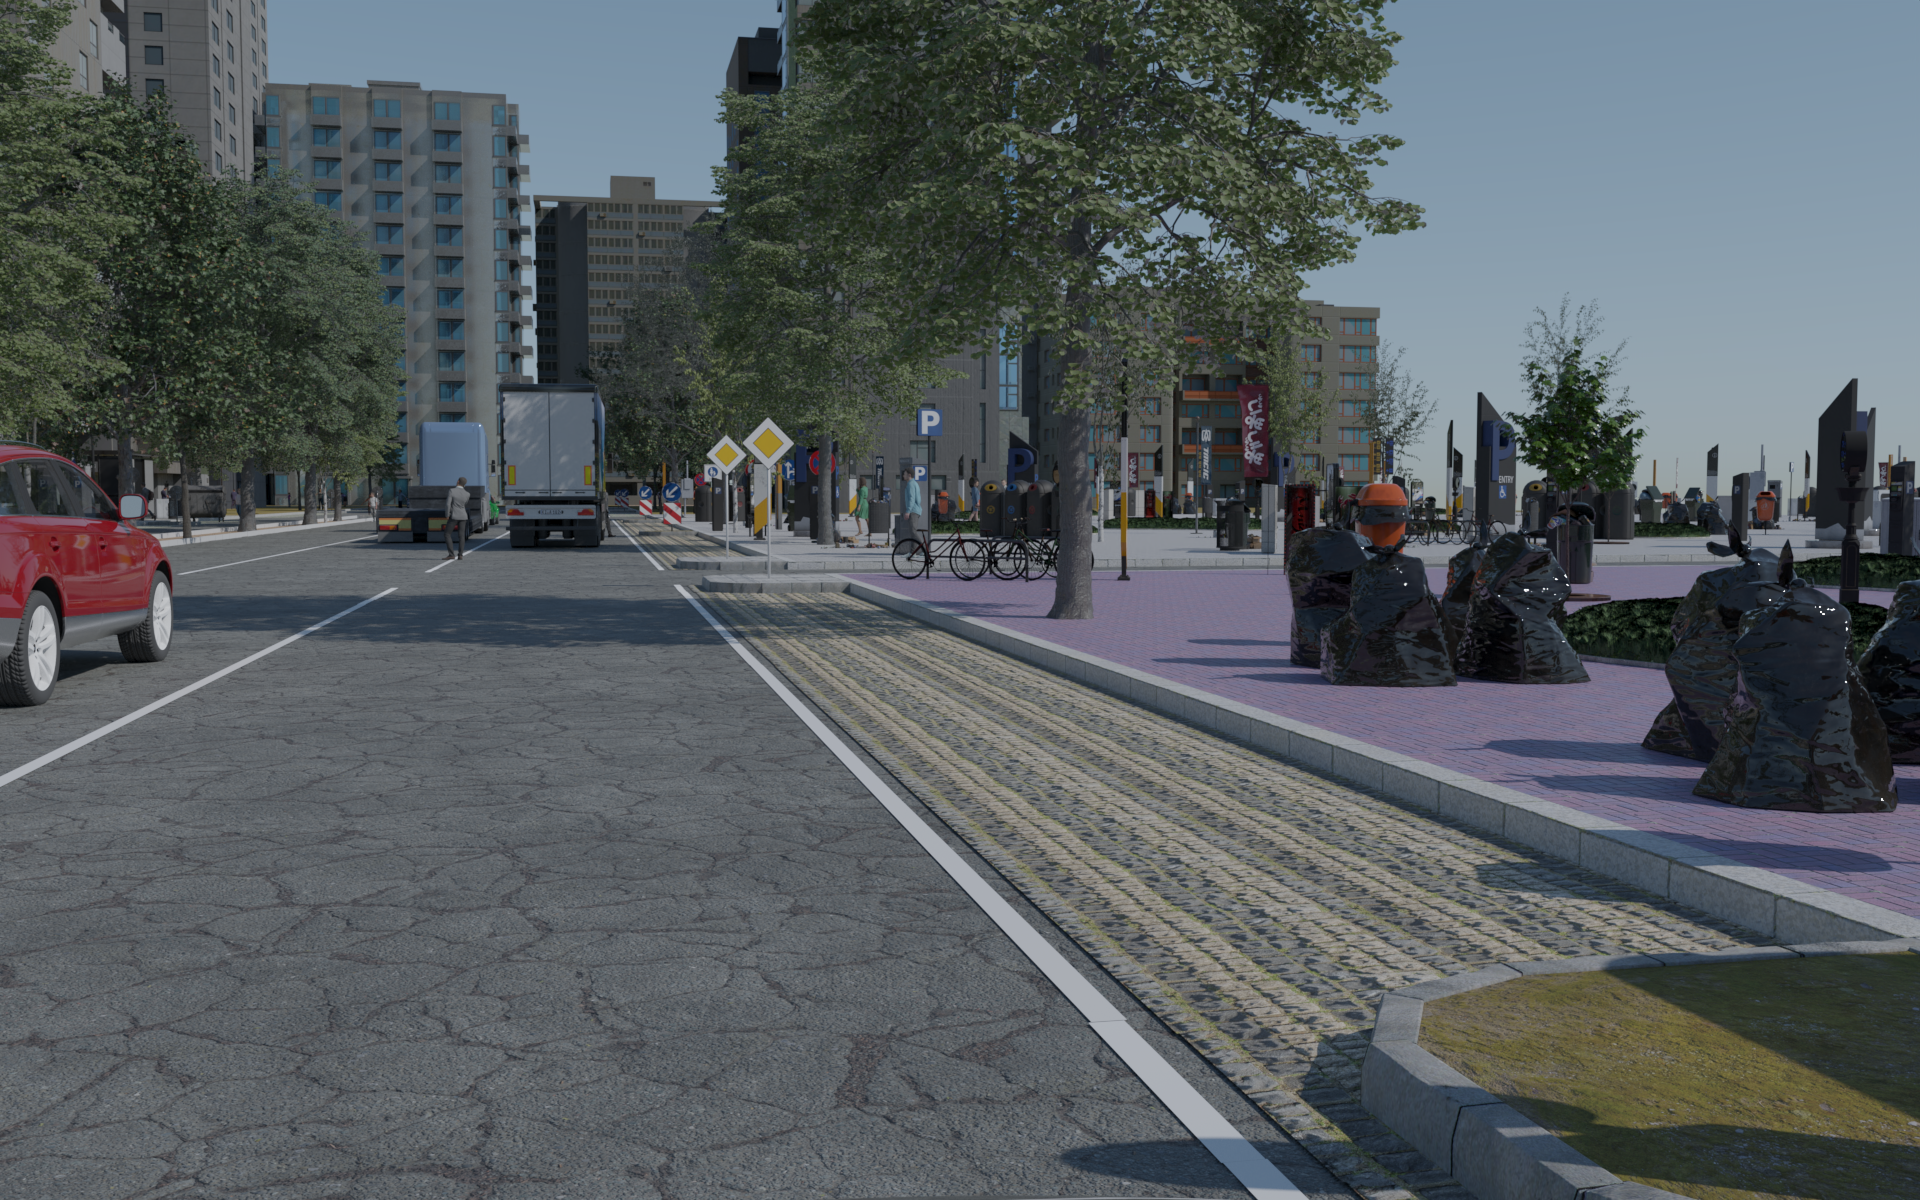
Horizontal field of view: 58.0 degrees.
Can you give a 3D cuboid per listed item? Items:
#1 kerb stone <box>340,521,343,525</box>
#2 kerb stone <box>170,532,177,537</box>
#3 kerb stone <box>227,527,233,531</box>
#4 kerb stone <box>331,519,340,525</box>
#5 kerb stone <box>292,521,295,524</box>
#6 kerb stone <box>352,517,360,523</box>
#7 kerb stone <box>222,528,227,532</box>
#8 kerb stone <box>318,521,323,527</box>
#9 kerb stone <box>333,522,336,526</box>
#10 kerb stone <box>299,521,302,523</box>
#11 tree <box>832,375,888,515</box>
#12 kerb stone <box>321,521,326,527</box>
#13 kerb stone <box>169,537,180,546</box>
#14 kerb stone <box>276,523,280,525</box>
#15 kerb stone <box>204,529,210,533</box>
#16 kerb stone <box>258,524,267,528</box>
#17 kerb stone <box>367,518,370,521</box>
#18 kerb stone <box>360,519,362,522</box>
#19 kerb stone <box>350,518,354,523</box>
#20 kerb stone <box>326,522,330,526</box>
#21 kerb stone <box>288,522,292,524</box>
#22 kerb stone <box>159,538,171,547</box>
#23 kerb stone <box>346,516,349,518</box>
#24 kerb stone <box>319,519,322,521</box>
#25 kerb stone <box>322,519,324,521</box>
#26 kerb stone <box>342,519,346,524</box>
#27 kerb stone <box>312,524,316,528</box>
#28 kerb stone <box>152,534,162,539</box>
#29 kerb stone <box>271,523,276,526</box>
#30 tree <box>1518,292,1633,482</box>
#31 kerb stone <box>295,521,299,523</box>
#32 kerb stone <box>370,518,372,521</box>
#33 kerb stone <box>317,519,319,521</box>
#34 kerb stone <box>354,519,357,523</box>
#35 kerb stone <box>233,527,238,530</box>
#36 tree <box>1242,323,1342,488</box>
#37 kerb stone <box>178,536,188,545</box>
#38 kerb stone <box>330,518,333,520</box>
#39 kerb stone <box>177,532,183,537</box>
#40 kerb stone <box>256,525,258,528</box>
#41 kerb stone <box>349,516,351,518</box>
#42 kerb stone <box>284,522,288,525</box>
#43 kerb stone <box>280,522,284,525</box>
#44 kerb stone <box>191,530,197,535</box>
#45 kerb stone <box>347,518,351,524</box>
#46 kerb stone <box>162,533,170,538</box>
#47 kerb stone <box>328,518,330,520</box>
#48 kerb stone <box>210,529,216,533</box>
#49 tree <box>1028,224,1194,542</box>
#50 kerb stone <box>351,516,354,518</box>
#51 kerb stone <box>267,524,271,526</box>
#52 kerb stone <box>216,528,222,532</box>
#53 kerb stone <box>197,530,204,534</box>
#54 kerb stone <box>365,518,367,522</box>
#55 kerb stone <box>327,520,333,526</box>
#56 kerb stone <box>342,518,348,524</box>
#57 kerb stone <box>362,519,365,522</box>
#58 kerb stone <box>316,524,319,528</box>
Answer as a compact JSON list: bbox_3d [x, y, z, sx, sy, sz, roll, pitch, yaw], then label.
[{"bbox_3d":[-28.870,-3.553,80.282,0.120,0.150,1.000,-1,4,-12],"label":"kerb stone"},{"bbox_3d":[-25.954,-2.117,56.818,0.120,0.150,1.000,-1,4,-12],"label":"kerb stone"},{"bbox_3d":[-27.901,-2.669,65.832,0.120,0.150,1.000,-1,4,-12],"label":"kerb stone"},{"bbox_3d":[-28.651,-3.492,79.283,0.120,0.150,1.000,-1,4,-12],"label":"kerb stone"},{"bbox_3d":[-30.928,-3.527,79.864,0.120,0.150,1.000,-1,4,-12],"label":"kerb stone"},{"bbox_3d":[-30.170,-3.920,86.292,0.120,0.150,1.000,-1,4,-12],"label":"kerb stone"},{"bbox_3d":[-27.688,-2.607,64.829,0.120,0.150,1.000,-1,4,-12],"label":"kerb stone"},{"bbox_3d":[-27.579,-3.185,74.273,0.120,0.150,1.000,-1,4,-12],"label":"kerb stone"},{"bbox_3d":[-28.438,-3.428,78.281,0.120,0.150,1.000,-1,4,-12],"label":"kerb stone"},{"bbox_3d":[-31.354,-3.649,81.864,0.120,0.150,1.000,-1,4,-12],"label":"kerb stone"},{"bbox_3d":[-6.678,-9.579,106.981,4.737,8.622,4.395,0,3,0],"label":"tree"},{"bbox_3d":[-27.791,-3.247,75.277,0.120,0.150,1.000,-1,4,-12],"label":"kerb stone"},{"bbox_3d":[-21.950,-1.590,48.184,0.120,0.150,1.000,-1,4,-12],"label":"kerb stone"},{"bbox_3d":[-30.069,-3.279,75.863,0.120,0.150,1.000,-1,4,-12],"label":"kerb stone"},{"bbox_3d":[-27.037,-2.424,61.823,0.120,0.150,1.000,-1,4,-12],"label":"kerb stone"},{"bbox_3d":[-29.420,-3.098,72.847,0.120,0.150,1.000,-1,4,-12],"label":"kerb stone"},{"bbox_3d":[-31.030,-4.166,90.316,0.120,0.150,1.000,-1,4,-12],"label":"kerb stone"},{"bbox_3d":[-30.381,-3.982,87.298,0.120,0.150,1.000,-1,4,-12],"label":"kerb stone"},{"bbox_3d":[-29.733,-3.797,84.284,0.120,0.150,1.000,-1,4,-12],"label":"kerb stone"},{"bbox_3d":[-28.005,-3.308,76.281,0.120,0.150,1.000,-1,4,-12],"label":"kerb stone"},{"bbox_3d":[-30.704,-3.466,78.866,0.120,0.150,1.000,-1,4,-12],"label":"kerb stone"},{"bbox_3d":[-21.740,-1.528,47.183,0.120,0.150,1.000,-1,4,-12],"label":"kerb stone"},{"bbox_3d":[-34.808,-4.628,97.891,0.120,0.150,1.000,-1,4,-12],"label":"kerb stone"},{"bbox_3d":[-32.659,-4.016,87.875,0.120,0.150,1.000,-1,4,-12],"label":"kerb stone"},{"bbox_3d":[-32.868,-4.078,88.876,0.120,0.150,1.000,-1,4,-12],"label":"kerb stone"},{"bbox_3d":[-29.083,-3.614,81.282,0.120,0.150,1.000,-1,4,-12],"label":"kerb stone"},{"bbox_3d":[-27.142,-3.063,72.276,0.120,0.150,1.000,-1,4,-12],"label":"kerb stone"},{"bbox_3d":[-25.527,-1.995,54.814,0.120,0.150,1.000,-1,4,-12],"label":"kerb stone"},{"bbox_3d":[-29.844,-3.217,74.865,0.120,0.150,1.000,-1,4,-12],"label":"kerb stone"},{"bbox_3d":[22.485,-6.957,64.117,4.360,8.622,3.978,0,3,0],"label":"tree"},{"bbox_3d":[-31.142,-3.585,80.864,0.120,0.150,1.000,-1,4,-12],"label":"kerb stone"},{"bbox_3d":[-31.247,-4.222,91.326,0.120,0.150,1.000,-1,4,-12],"label":"kerb stone"},{"bbox_3d":[-32.438,-3.956,86.875,0.120,0.150,1.000,-1,4,-12],"label":"kerb stone"},{"bbox_3d":[-29.948,-3.851,85.292,0.120,0.150,1.000,-1,4,-12],"label":"kerb stone"},{"bbox_3d":[-28.112,-2.730,66.839,0.120,0.150,1.000,-1,4,-12],"label":"kerb stone"},{"bbox_3d":[13.657,-7.438,71.969,4.737,8.622,4.395,0,3,0],"label":"tree"},{"bbox_3d":[-22.162,-1.651,49.184,0.120,0.150,1.000,-1,4,-12],"label":"kerb stone"},{"bbox_3d":[-33.523,-4.262,91.874,0.120,0.150,1.000,-1,4,-12],"label":"kerb stone"},{"bbox_3d":[-26.177,-2.179,57.816,0.120,0.150,1.000,-1,4,-12],"label":"kerb stone"},{"bbox_3d":[-28.984,-2.976,70.849,0.120,0.150,1.000,-1,4,-12],"label":"kerb stone"},{"bbox_3d":[-35.037,-4.691,98.888,0.120,0.150,1.000,-1,4,-12],"label":"kerb stone"},{"bbox_3d":[-30.493,-3.405,77.866,0.120,0.150,1.000,-1,4,-12],"label":"kerb stone"},{"bbox_3d":[-30.279,-3.344,76.863,0.120,0.150,1.000,-1,4,-12],"label":"kerb stone"},{"bbox_3d":[-26.607,-2.301,59.815,0.120,0.150,1.000,-1,4,-12],"label":"kerb stone"},{"bbox_3d":[-29.519,-3.736,83.282,0.120,0.150,1.000,-1,4,-12],"label":"kerb stone"},{"bbox_3d":[-25.741,-2.056,55.817,0.120,0.150,1.000,-1,4,-12],"label":"kerb stone"},{"bbox_3d":[-33.303,-4.201,90.874,0.120,0.150,1.000,-1,4,-12],"label":"kerb stone"},{"bbox_3d":[-27.258,-2.484,62.826,0.120,0.150,1.000,-1,4,-12],"label":"kerb stone"},{"bbox_3d":[4.005,-5.855,46.099,4.360,8.622,3.978,0,3,0],"label":"tree"},{"bbox_3d":[-35.249,-4.752,99.893,0.120,0.150,1.000,-1,4,-12],"label":"kerb stone"},{"bbox_3d":[-29.630,-3.160,73.857,0.120,0.150,1.000,-1,4,-12],"label":"kerb stone"},{"bbox_3d":[-27.477,-2.546,63.828,0.120,0.150,1.000,-1,4,-12],"label":"kerb stone"},{"bbox_3d":[-26.820,-2.362,60.815,0.120,0.150,1.000,-1,4,-12],"label":"kerb stone"},{"bbox_3d":[-30.817,-4.105,89.310,0.120,0.150,1.000,-1,4,-12],"label":"kerb stone"},{"bbox_3d":[-28.221,-3.369,77.281,0.120,0.150,1.000,-1,4,-12],"label":"kerb stone"},{"bbox_3d":[-29.304,-3.673,82.281,0.120,0.150,1.000,-1,4,-12],"label":"kerb stone"},{"bbox_3d":[-30.597,-4.043,88.300,0.120,0.150,1.000,-1,4,-12],"label":"kerb stone"},{"bbox_3d":[-27.356,-3.124,73.276,0.120,0.150,1.000,-1,4,-12],"label":"kerb stone"}]
